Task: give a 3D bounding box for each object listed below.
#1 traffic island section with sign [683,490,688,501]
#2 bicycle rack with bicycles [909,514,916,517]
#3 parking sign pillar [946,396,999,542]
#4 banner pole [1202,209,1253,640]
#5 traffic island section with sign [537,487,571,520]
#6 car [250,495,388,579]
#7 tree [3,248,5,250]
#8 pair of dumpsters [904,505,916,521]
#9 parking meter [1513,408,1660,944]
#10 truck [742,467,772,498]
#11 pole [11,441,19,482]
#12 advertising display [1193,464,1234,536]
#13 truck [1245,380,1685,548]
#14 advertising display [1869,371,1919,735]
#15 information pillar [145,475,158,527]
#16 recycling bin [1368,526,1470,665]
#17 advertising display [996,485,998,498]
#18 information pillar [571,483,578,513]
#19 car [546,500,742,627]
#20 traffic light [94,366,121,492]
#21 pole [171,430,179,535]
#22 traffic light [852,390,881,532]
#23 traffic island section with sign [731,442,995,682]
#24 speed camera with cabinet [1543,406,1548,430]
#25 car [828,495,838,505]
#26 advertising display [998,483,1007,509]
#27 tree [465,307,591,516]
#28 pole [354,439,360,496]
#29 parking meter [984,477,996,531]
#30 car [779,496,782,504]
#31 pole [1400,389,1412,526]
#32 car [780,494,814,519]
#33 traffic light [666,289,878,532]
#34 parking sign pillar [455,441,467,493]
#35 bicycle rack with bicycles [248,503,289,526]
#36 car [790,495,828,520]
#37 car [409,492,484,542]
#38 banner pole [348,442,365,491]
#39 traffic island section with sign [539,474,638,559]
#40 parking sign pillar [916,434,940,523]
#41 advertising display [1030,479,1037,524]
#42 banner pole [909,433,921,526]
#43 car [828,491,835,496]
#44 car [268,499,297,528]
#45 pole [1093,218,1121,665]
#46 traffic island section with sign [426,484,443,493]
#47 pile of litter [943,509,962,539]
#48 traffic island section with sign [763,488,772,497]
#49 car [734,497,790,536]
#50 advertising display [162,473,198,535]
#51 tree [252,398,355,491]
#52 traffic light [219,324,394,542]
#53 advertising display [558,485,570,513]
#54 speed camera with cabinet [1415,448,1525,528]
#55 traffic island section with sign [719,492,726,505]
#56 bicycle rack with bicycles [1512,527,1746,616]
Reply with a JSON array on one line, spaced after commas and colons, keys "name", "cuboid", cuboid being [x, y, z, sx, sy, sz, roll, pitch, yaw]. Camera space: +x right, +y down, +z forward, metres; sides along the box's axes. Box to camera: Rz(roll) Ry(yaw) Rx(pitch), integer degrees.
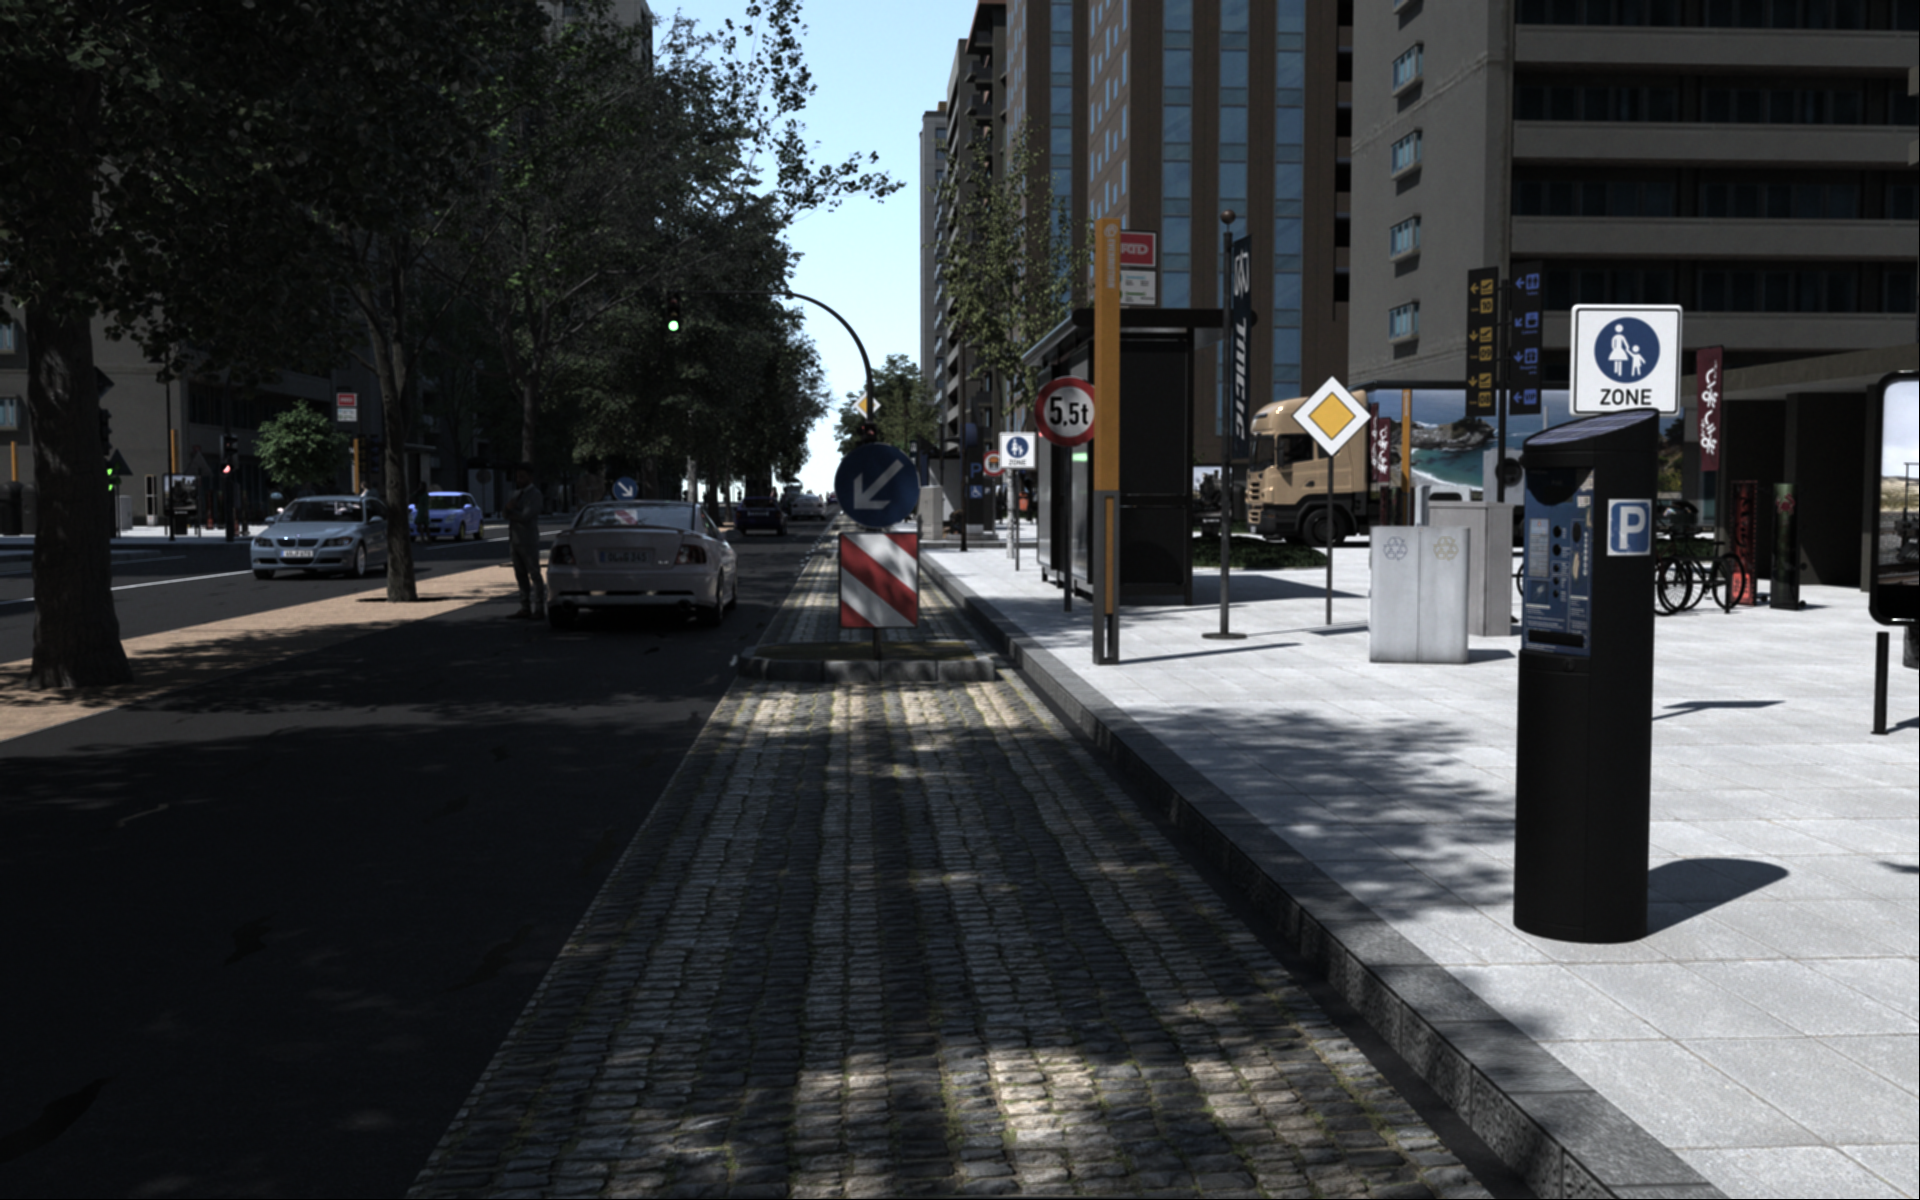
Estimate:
[{"name": "traffic island section with sign", "cuboid": [-27.321, -10.048, 172.910, 1.989, 1.847, 2.006, 0, 4, -4]}, {"name": "bicycle rack with bicycles", "cuboid": [-2.743, -5.030, 95.630, 2.852, 0.926, 2.925, -1, 4, -16]}, {"name": "parking sign pillar", "cuboid": [0.337, -3.594, 47.239, 1.447, 3.967, 1.447, -1, 4, -9]}, {"name": "banner pole", "cuboid": [2.396, -1.535, 15.115, 0.401, 3.779, 0.863, -1, 4, -9]}, {"name": "traffic island section with sign", "cuboid": [-22.523, -5.308, 95.410, 1.989, 1.847, 2.006, 0, 4, -4]}, {"name": "car", "cuboid": [-11.152, -1.149, 30.785, 2.014, 1.417, 4.499, 0, 4, -5]}, {"name": "tree", "cuboid": [-20.171, -6.763, 28.710, 7.486, 12.596, 7.792, 0, 3, 0]}, {"name": "pair of dumpsters", "cuboid": [-2.140, -5.060, 85.228, 1.574, 2.255, 4.437, 0, 4, -3]}, {"name": "parking meter", "cuboid": [1.830, 0.204, 5.073, 0.372, 1.533, 0.369, 0, 3, 0]}, {"name": "truck", "cuboid": [-20.026, -11.199, 172.014, 2.839, 4.237, 11.283, 0, 4, -5]}, {"name": "pole", "cuboid": [-36.658, -4.488, 67.224, 0.158, 3.312, 0.155, 0, 3, 0]}, {"name": "advertising display", "cuboid": [5.377, -1.958, 37.224, 0.974, 1.923, 0.123, 0, 4, -2]}, {"name": "truck", "cuboid": [12.361, -3.368, 43.973, 11.283, 4.237, 2.839, 0, 4, -3]}, {"name": "advertising display", "cuboid": [5.267, -0.230, 8.969, 0.974, 1.923, 0.123, 2, 4, 34]}, {"name": "information pillar", "cuboid": [-31.773, -3.889, 68.085, 0.304, 2.012, 0.304, 0, 4, 1]}, {"name": "recycling bin", "cuboid": [3.542, -0.052, 13.409, 0.722, 1.027, 0.722, 1, 4, 12]}, {"name": "advertising display", "cuboid": [2.746, -7.019, 119.970, 0.123, 1.923, 0.974, -2, 4, -25]}, {"name": "information pillar", "cuboid": [-26.441, -6.994, 118.848, 0.304, 2.012, 0.304, 1, 4, 17]}, {"name": "car", "cuboid": [-3.606, -0.473, 20.102, 2.083, 1.381, 4.827, 0, 4, -4]}, {"name": "traffic light", "cuboid": [-18.930, -3.004, 38.035, 0.839, 4.253, 0.868, 0, 4, -4]}, {"name": "pole", "cuboid": [-24.809, -3.728, 54.798, 0.158, 3.312, 0.155, 0, 3, 0]}, {"name": "traffic light", "cuboid": [-2.546, -3.556, 47.061, 0.839, 4.253, 0.868, 0, 4, -4]}, {"name": "traffic island section with sign", "cuboid": [-0.783, -0.332, 14.049, 1.989, 1.847, 2.006, 0, 4, -4]}, {"name": "speed camera with cabinet", "cuboid": [13.880, -2.749, 39.286, 2.038, 3.252, 0.660, 0, 4, 0]}, {"name": "car", "cuboid": [-16.356, -12.998, 225.100, 1.945, 1.354, 3.894, 0, 4, -5]}, {"name": "advertising display", "cuboid": [2.663, -5.797, 99.991, 0.123, 1.923, 0.974, 3, 4, 38]}, {"name": "tree", "cuboid": [-25.453, -11.260, 102.235, 7.486, 12.596, 7.792, 0, 3, 0]}, {"name": "pole", "cuboid": [-22.306, -4.294, 64.055, 0.158, 3.312, 0.155, 0, 3, 0]}, {"name": "parking meter", "cuboid": [1.005, -3.305, 59.744, 0.399, 1.863, 0.255, 1, 4, 23]}, {"name": "car", "cuboid": [-25.325, -14.626, 251.720, 1.945, 1.354, 3.894, 0, 4, -2]}, {"name": "pole", "cuboid": [8.708, -2.445, 33.812, 0.158, 3.312, 0.155, 0, 3, 0]}, {"name": "car", "cuboid": [-9.526, -5.494, 101.633, 2.131, 1.459, 4.920, 0, 4, -3]}, {"name": "traffic light", "cuboid": [-4.134, -3.924, 38.822, 4.771, 5.953, 1.251, 0, 4, -4]}, {"name": "parking sign pillar", "cuboid": [-25.629, -6.145, 88.936, 1.447, 3.967, 1.447, -1, 4, -22]}, {"name": "bicycle rack with bicycles", "cuboid": [-27.994, -3.486, 70.385, 2.852, 0.926, 2.925, 0, 4, 6]}, {"name": "car", "cuboid": [-8.354, -5.093, 95.627, 2.083, 1.381, 4.827, 0, 4, -4]}, {"name": "car", "cuboid": [-15.864, -2.672, 53.275, 1.945, 1.707, 3.694, 0, 4, -2]}, {"name": "banner pole", "cuboid": [-25.558, -5.111, 73.581, 0.863, 3.779, 0.401, 0, 4, -3]}, {"name": "traffic island section with sign", "cuboid": [-8.426, -1.891, 39.052, 2.006, 1.907, 1.989, 0, 4, -4]}, {"name": "parking sign pillar", "cuboid": [-1.239, -5.433, 77.304, 1.447, 3.967, 1.447, -1, 4, -17]}, {"name": "advertising display", "cuboid": [3.410, -4.165, 73.313, 0.974, 1.923, 0.123, -2, 4, -28]}, {"name": "banner pole", "cuboid": [-1.798, -4.934, 70.692, 0.401, 3.779, 0.863, -3, 5, -43]}, {"name": "car", "cuboid": [-17.394, -14.364, 243.526, 2.281, 1.827, 5.304, 0, 4, -2]}, {"name": "car", "cuboid": [-19.687, -2.492, 53.103, 2.083, 1.381, 4.827, 0, 4, -4]}, {"name": "pole", "cuboid": [1.098, -1.169, 12.952, 0.158, 3.312, 0.155, 0, 3, 0]}, {"name": "traffic island section with sign", "cuboid": [-20.861, -3.662, 68.506, 1.989, 1.847, 2.006, 0, 4, -4]}, {"name": "pile of litter", "cuboid": [-0.346, -2.221, 50.279, 1.176, 0.858, 1.719, 1, 4, 21]}, {"name": "traffic island section with sign", "cuboid": [-13.527, -6.930, 121.440, 2.006, 1.907, 1.989, 0, 4, -4]}, {"name": "car", "cuboid": [-6.939, -2.927, 60.429, 1.945, 1.354, 3.894, 0, 4, -4]}, {"name": "advertising display", "cuboid": [-24.236, -2.973, 53.830, 0.974, 1.923, 0.123, -2, 4, -24]}, {"name": "tree", "cuboid": [-22.412, -4.597, 58.871, 4.285, 4.588, 4.351, 0, 3, 0]}, {"name": "traffic light", "cuboid": [-17.341, -4.373, 46.168, 4.771, 5.953, 1.251, 0, 4, -4]}, {"name": "advertising display", "cuboid": [-27.338, -6.988, 119.459, 0.123, 1.923, 0.974, 2, 4, 35]}, {"name": "speed camera with cabinet", "cuboid": [10.178, -2.462, 34.583, 2.038, 3.252, 0.660, 0, 4, -1]}, {"name": "traffic island section with sign", "cuboid": [-30.750, -13.436, 228.301, 1.989, 1.847, 2.006, 0, 4, -4]}, {"name": "bicycle rack with bicycles", "cuboid": [7.354, -0.350, 19.103, 2.925, 0.926, 2.852, -1, 4, -13]}]
